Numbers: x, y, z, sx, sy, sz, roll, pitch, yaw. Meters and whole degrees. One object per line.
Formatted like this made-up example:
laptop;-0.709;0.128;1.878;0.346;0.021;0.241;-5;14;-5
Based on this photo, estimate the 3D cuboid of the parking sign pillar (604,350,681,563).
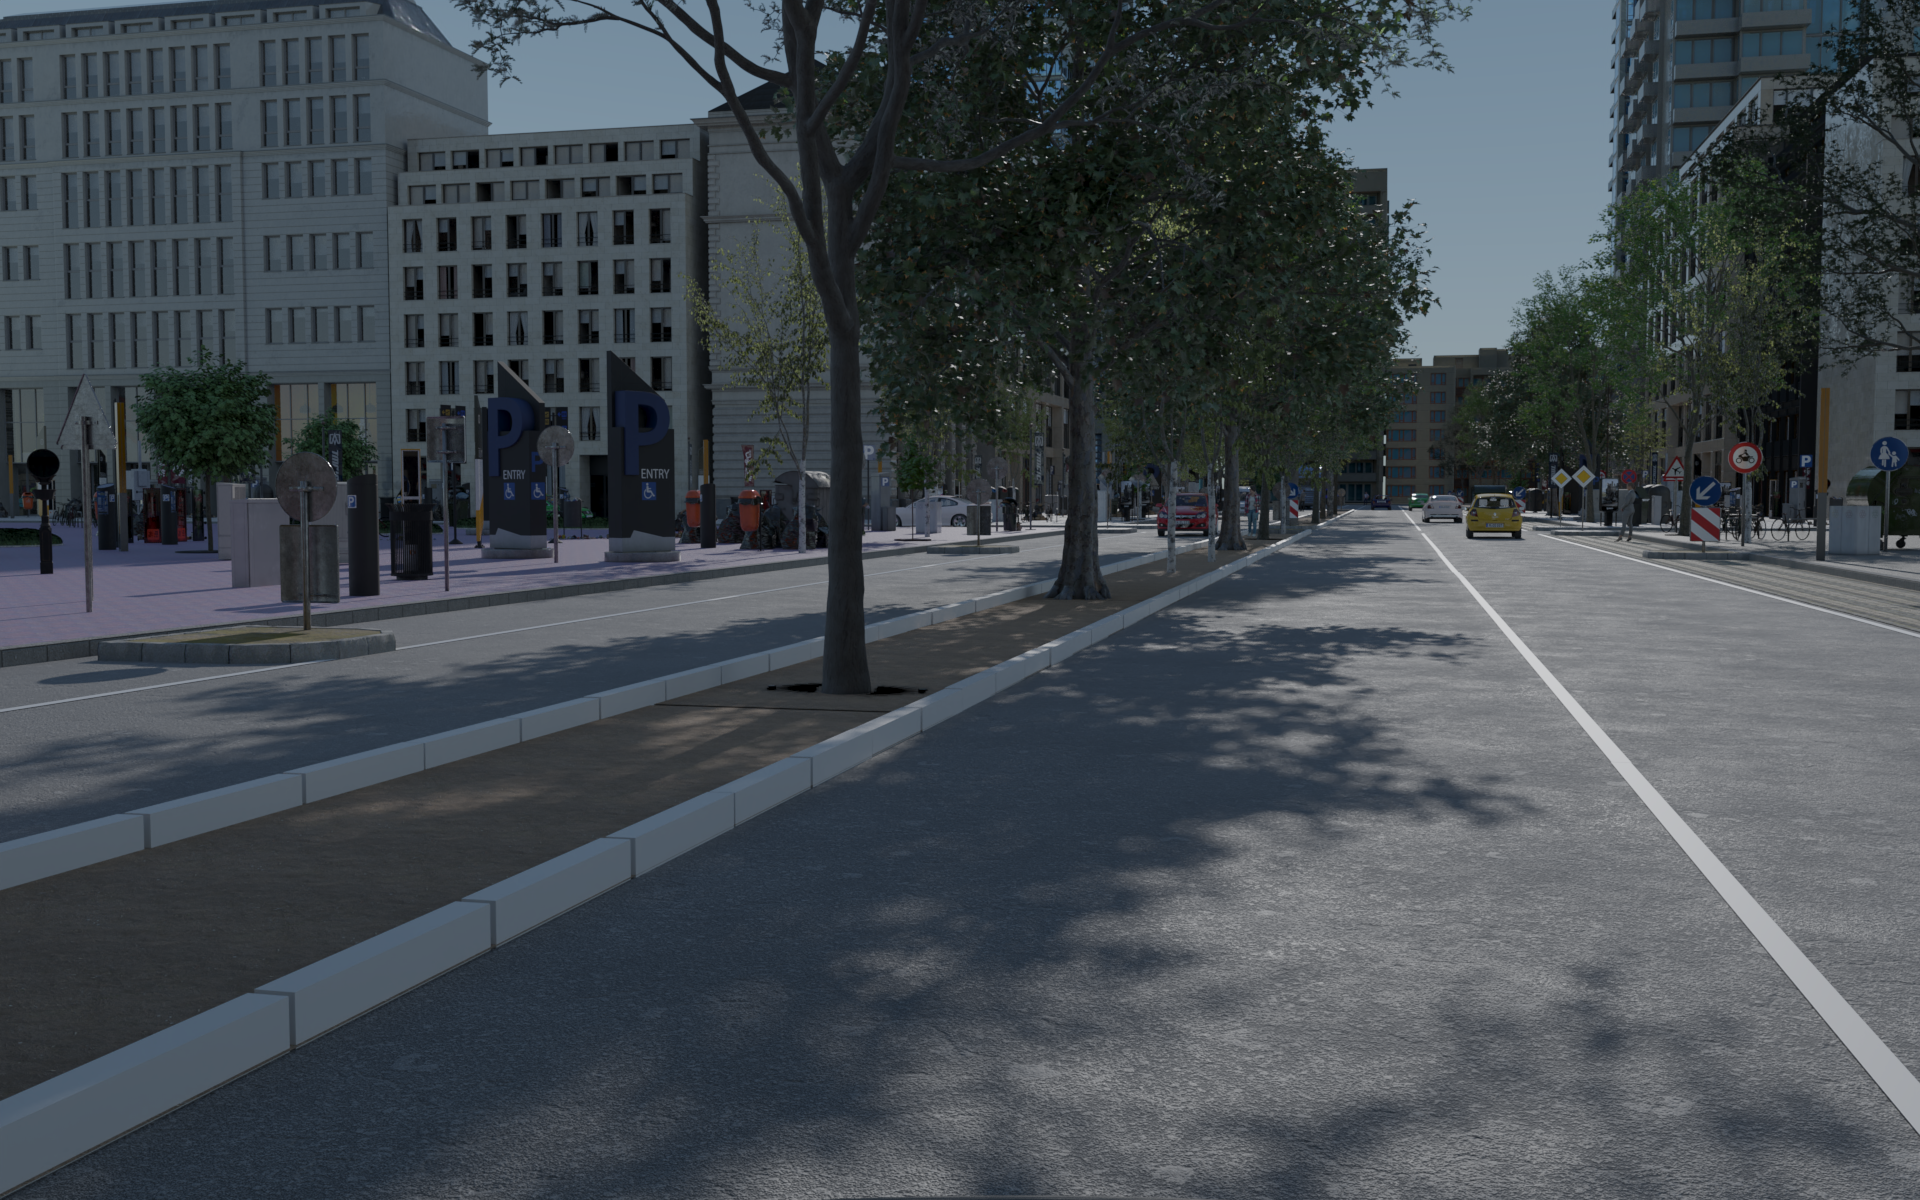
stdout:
parking sign pillar;-6.072;-2.725;33.023;1.447;3.967;1.447;3;5;40

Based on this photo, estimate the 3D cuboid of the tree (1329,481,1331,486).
tree;11.411;-6.598;60.700;4.737;8.622;4.395;0;3;0

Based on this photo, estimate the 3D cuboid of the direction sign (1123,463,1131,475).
direction sign;12.081;-8.107;124.541;0.876;3.537;0.379;2;4;35

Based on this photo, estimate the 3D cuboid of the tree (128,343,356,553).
tree;-16.473;-3.322;38.033;4.285;4.588;4.351;0;3;0

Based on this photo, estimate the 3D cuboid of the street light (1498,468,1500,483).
street light;43.554;-10.223;139.926;0.468;5.910;1.993;1;4;14

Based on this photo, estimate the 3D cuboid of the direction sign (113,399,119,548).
direction sign;-20.205;-3.027;41.493;0.379;3.537;0.876;-2;4;-28

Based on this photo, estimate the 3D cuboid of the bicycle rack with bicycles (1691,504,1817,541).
bicycle rack with bicycles;22.447;-2.132;48.240;2.925;0.926;2.852;-3;4;-36

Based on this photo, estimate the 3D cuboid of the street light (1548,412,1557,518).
street light;32.107;-7.407;93.886;0.468;5.910;1.993;1;4;14

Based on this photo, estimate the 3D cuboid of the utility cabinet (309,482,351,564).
utility cabinet;-11.328;-1.402;31.594;0.318;1.500;1.173;3;5;43

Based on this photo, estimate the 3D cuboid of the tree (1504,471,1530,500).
tree;39.426;-7.804;122.200;1.663;3.219;1.824;0;3;0

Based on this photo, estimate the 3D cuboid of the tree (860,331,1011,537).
tree;-0.961;-6.170;51.235;4.737;8.622;4.395;0;3;0

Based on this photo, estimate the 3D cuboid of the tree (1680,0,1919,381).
tree;16.014;-5.653;26.841;8.767;10.594;7.601;0;4;6

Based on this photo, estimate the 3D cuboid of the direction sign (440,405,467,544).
direction sign;-12.914;-3.194;44.227;0.379;3.537;0.876;2;4;27

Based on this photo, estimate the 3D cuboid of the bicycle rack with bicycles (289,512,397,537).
bicycle rack with bicycles;-18.269;-2.267;50.443;2.925;0.926;2.852;0;4;4

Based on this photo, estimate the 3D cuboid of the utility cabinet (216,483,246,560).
utility cabinet;-14.245;-1.544;33.927;0.318;1.500;1.173;-1;4;-11

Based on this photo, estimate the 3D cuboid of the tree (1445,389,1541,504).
tree;41.452;-11.880;128.654;7.601;10.594;8.767;2;4;34

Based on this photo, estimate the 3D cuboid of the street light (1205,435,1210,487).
street light;16.824;-8.881;117.997;0.468;5.910;1.993;1;4;14

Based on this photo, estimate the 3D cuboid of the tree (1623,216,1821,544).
tree;20.216;-5.769;44.684;4.360;8.622;3.978;0;3;0

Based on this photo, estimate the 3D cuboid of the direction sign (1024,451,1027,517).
direction sign;3.485;-6.093;91.612;0.379;3.537;0.876;0;4;-4

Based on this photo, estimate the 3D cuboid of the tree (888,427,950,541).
tree;-1.309;-3.222;47.277;1.663;3.219;1.824;0;3;0

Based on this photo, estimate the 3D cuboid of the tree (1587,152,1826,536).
tree;22.336;-7.759;52.621;9.928;11.665;9.643;0;3;0

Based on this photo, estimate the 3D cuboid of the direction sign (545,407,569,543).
direction sign;-10.573;-3.250;45.133;0.876;3.537;0.379;1;4;21

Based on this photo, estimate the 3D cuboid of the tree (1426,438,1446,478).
tree;62.293;-17.114;214.232;8.767;10.594;7.601;0;4;-3

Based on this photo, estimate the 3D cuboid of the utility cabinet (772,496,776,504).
utility cabinet;-6.764;-3.271;64.642;0.306;1.237;1.020;-3;5;-42

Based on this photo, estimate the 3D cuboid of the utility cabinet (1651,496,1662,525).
utility cabinet;28.995;-3.726;72.085;0.306;1.237;1.020;1;4;17

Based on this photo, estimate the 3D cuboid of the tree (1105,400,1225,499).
tree;11.987;-11.244;101.966;7.486;12.596;7.792;0;3;0

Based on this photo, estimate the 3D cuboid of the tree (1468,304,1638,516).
tree;34.648;-11.258;101.075;9.611;12.733;9.660;0;3;0

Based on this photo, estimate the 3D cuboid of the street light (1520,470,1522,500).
street light;37.952;-8.830;117.163;0.468;5.910;1.993;1;4;14

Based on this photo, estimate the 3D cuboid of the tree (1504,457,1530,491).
tree;47.069;-12.107;148.315;4.737;8.622;4.395;0;3;0

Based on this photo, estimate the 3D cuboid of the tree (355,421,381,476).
tree;-23.040;-4.889;63.649;4.285;4.588;4.351;0;3;0

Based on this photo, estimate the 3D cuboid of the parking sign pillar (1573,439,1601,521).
parking sign pillar;30.487;-5.834;83.864;1.447;3.967;1.447;0;4;-8

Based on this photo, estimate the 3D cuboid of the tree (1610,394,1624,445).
tree;44.611;-9.981;113.552;4.360;8.622;3.978;0;3;0

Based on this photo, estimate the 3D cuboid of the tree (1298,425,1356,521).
tree;19.088;-8.516;92.052;4.360;8.622;3.978;0;3;0

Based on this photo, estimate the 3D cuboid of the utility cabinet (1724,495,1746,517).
utility cabinet;38.031;-4.511;84.922;1.020;1.237;0.306;1;4;22

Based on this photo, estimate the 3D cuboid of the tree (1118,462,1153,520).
tree;8.716;-5.534;85.090;1.663;3.219;1.824;0;3;0

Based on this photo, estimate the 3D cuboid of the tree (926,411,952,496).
tree;-1.261;-7.652;75.473;4.360;8.622;3.978;0;3;0

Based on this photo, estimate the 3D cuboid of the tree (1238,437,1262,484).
tree;19.918;-13.265;135.017;7.486;12.596;7.792;0;3;0

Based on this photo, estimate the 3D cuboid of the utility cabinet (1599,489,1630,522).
utility cabinet;29.984;-4.314;79.218;1.173;1.500;0.318;1;4;9

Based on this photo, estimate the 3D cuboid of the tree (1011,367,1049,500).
tree;2.745;-8.426;88.122;4.737;8.622;4.395;0;3;0

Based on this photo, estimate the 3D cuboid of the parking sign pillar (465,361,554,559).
parking sign pillar;-8.905;-2.833;34.797;1.447;3.967;1.447;3;4;37

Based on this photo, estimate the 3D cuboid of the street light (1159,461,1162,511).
street light;11.047;-7.492;95.277;0.468;5.910;1.993;1;4;14

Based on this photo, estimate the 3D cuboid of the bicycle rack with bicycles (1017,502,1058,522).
bicycle rack with bicycles;3.398;-4.008;78.905;2.852;0.926;2.925;0;4;4

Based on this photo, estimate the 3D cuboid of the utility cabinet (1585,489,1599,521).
utility cabinet;30.297;-4.504;82.317;0.318;1.500;1.173;-2;4;-31

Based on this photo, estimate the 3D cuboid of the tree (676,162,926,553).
tree;-3.655;-5.332;37.534;4.360;8.622;3.978;0;3;0

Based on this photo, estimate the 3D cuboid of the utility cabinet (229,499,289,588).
utility cabinet;-9.787;-0.800;24.235;0.306;1.237;1.020;1;4;11

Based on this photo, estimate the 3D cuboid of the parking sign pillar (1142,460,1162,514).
parking sign pillar;12.110;-7.425;109.869;1.447;3.967;1.447;0;4;-6

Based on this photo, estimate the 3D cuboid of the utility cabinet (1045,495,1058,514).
utility cabinet;5.998;-6.210;112.701;1.020;1.237;0.306;3;5;41

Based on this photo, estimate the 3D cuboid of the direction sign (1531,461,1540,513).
direction sign;39.230;-7.709;118.036;0.379;3.537;0.876;-1;4;-19

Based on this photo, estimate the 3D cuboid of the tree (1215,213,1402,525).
tree;14.134;-10.058;73.560;9.857;13.997;8.962;0;3;0

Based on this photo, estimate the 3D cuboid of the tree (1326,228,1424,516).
tree;22.633;-15.456;111.053;12.611;20.169;13.585;0;3;0

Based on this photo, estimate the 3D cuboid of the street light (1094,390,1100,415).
street light;5.525;-6.098;72.495;0.468;5.910;1.993;1;4;14

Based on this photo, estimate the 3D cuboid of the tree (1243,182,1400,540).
tree;9.530;-7.659;53.430;9.928;11.665;9.643;0;3;0

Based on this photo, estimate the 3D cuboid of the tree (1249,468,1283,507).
tree;34.847;-12.960;195.608;4.285;4.588;4.351;0;3;0

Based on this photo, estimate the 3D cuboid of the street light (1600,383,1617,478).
street light;26.427;-5.989;70.713;0.468;5.910;1.993;1;4;14

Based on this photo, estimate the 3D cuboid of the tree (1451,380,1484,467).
tree;28.366;-9.295;77.723;9.928;11.665;9.643;0;3;0

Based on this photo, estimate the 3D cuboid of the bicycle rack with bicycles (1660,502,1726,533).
bicycle rack with bicycles;24.557;-2.620;56.213;2.852;0.926;2.925;-1;4;-9

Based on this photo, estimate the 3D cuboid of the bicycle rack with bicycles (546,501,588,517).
bicycle rack with bicycles;-20.110;-4.534;87.521;2.852;0.926;2.925;0;4;5
